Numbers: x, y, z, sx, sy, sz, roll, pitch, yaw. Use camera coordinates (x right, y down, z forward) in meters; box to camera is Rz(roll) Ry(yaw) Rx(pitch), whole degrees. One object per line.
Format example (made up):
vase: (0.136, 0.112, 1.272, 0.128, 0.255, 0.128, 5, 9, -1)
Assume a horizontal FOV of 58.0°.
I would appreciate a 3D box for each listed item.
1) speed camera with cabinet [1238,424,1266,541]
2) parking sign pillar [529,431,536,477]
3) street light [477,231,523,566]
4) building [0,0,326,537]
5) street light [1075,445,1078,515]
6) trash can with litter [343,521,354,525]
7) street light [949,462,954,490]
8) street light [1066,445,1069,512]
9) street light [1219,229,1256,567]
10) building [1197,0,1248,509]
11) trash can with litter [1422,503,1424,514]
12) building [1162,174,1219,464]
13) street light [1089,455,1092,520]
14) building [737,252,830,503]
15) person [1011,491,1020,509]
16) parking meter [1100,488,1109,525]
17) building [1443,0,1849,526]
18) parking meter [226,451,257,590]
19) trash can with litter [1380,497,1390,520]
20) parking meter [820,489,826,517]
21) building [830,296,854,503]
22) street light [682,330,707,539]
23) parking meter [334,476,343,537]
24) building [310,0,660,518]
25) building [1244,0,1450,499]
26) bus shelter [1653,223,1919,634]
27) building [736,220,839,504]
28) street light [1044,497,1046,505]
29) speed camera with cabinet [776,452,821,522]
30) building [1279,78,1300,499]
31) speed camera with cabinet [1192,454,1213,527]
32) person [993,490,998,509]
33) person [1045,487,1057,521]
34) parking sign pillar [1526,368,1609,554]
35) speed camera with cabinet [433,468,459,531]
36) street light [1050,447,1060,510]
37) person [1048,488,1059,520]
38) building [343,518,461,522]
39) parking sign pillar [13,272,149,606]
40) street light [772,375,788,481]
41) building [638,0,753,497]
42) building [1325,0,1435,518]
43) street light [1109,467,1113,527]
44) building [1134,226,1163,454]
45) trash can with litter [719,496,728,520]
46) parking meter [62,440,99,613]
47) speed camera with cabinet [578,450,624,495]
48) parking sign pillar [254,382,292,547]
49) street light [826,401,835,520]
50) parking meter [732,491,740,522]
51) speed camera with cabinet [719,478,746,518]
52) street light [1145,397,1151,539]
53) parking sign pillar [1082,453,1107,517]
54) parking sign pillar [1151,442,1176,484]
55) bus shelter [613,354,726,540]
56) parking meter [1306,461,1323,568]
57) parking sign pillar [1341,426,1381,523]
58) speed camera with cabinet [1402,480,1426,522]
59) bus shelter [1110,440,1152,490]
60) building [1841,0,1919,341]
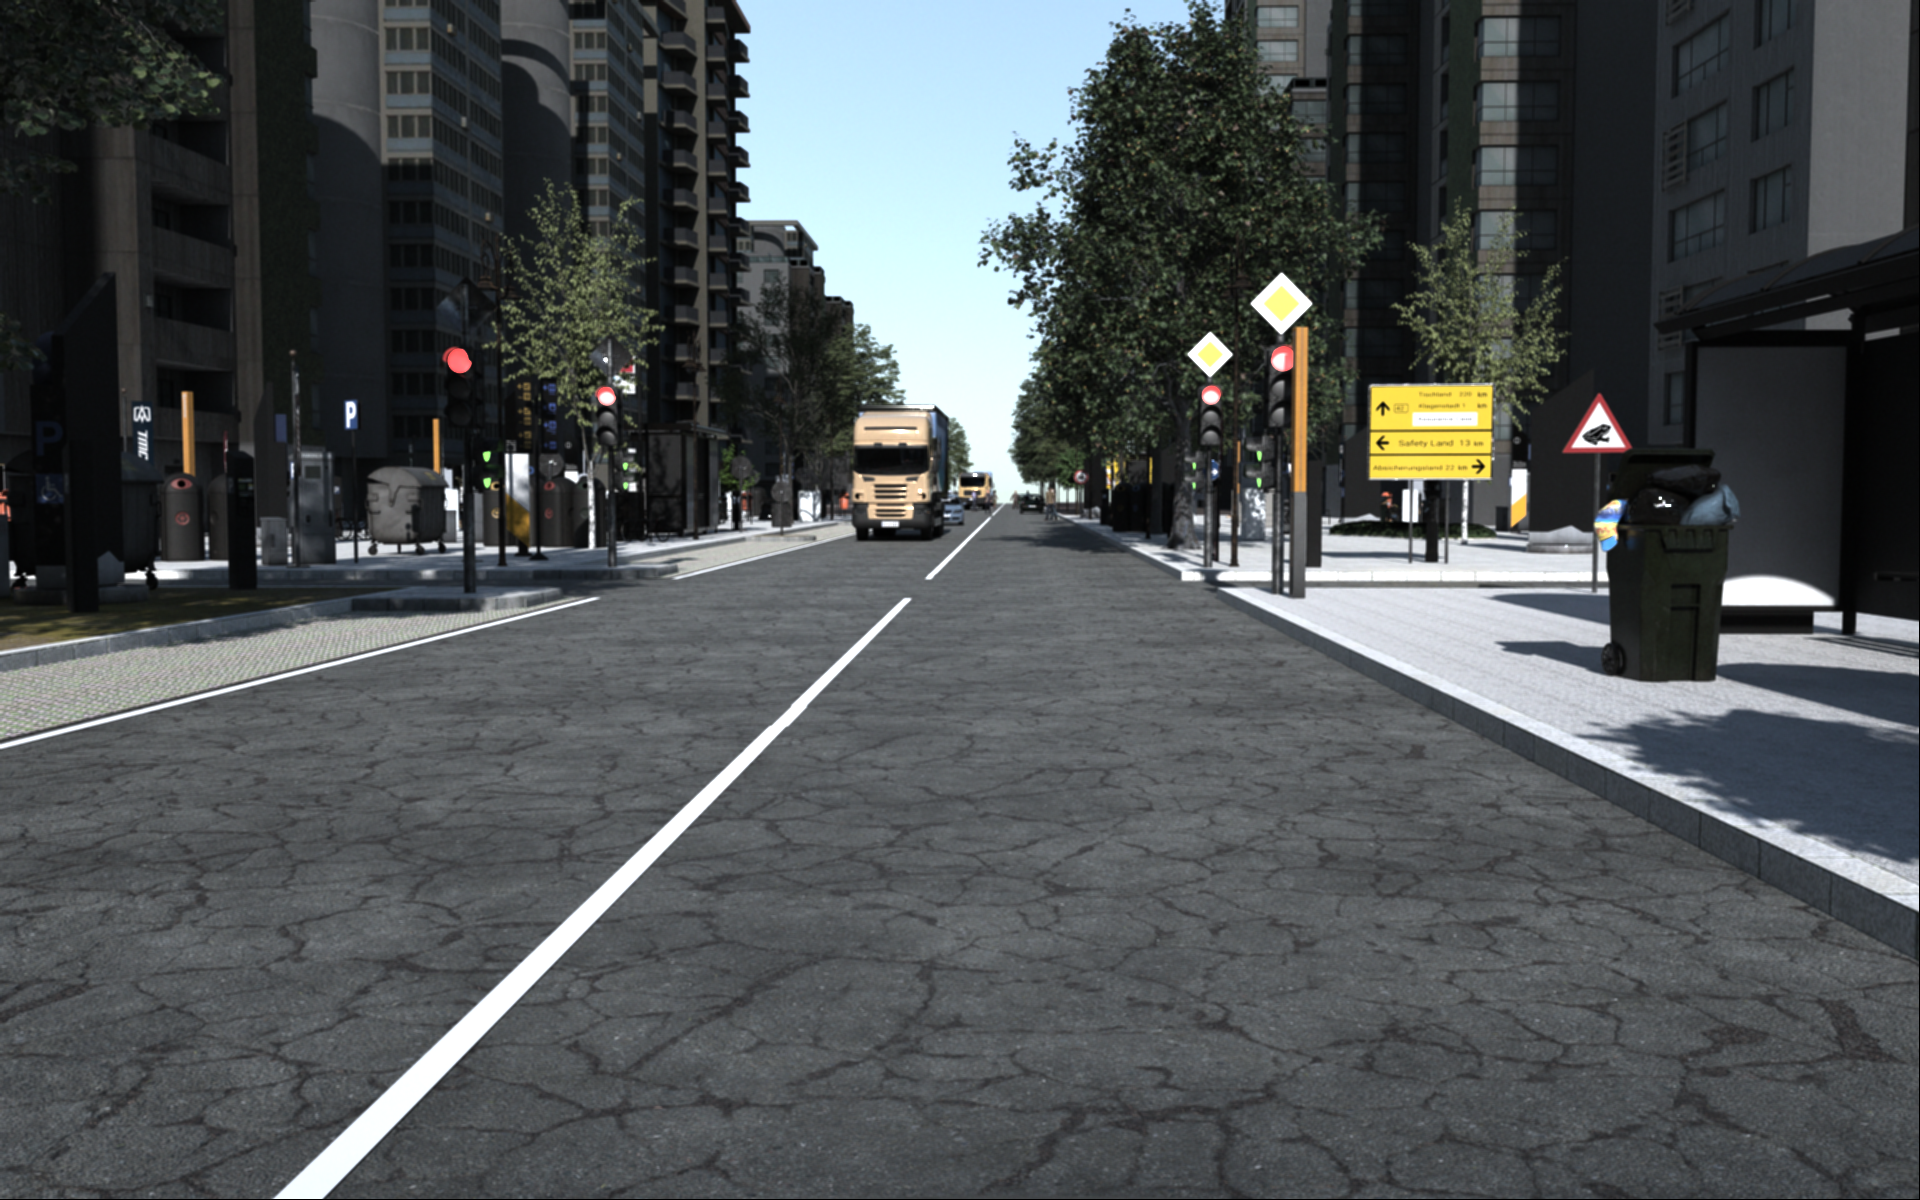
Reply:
speed camera with cabinet: (8.179, -3.311, 48.474, 0.660, 3.252, 2.038, 0, 4, 4)
parking sign pillar: (-13.319, -3.920, 52.559, 1.447, 3.967, 1.447, -2, 4, -35)
street light: (-8.155, -3.541, 30.687, 0.468, 5.910, 1.993, 0, 4, 2)
building: (-28.615, -17.083, 51.004, 14.160, 30.474, 14.107, 0, 4, 2)
street light: (7.054, -8.075, 104.817, 0.468, 5.910, 1.993, 0, 4, 2)
trash can with litter: (-26.314, -3.806, 73.284, 1.678, 1.210, 2.233, -2, 4, -28)
street light: (-1.379, -16.687, 245.622, 0.468, 5.910, 1.993, 0, 4, 2)
street light: (7.763, -9.309, 124.982, 0.468, 5.910, 1.993, 0, 4, 2)
street light: (4.856, -3.529, 30.493, 0.468, 5.910, 1.993, 0, 4, 2)
building: (32.752, -43.801, 154.402, 20.563, 71.187, 20.611, 0, 4, 2)
trash can with litter: (18.712, -3.697, 71.830, 1.055, 1.170, 0.624, 2, 4, 26)
building: (36.309, -34.630, 220.828, 22.147, 44.769, 28.867, 0, 4, 2)
street light: (6.526, -6.954, 86.489, 0.468, 5.910, 1.993, 0, 4, 2)
building: (-24.111, -26.886, 211.295, 14.160, 30.474, 14.107, 0, 4, 2)
person: (5.232, -9.430, 163.235, 0.990, 1.755, 0.434, 1, 4, 18)
parking meter: (6.038, -3.904, 72.249, 0.372, 1.533, 0.369, 0, 3, 0)
building: (27.834, -23.938, 74.976, 14.154, 41.232, 14.086, 0, 4, 2)
parking meter: (-9.665, -1.076, 23.297, 0.255, 1.863, 0.399, -3, 5, -44)
trash can with litter: (17.485, -3.750, 72.704, 1.055, 1.170, 0.624, -2, 4, -25)
parking meter: (-7.647, -5.567, 96.730, 0.255, 1.863, 0.399, -2, 4, -31)
building: (-22.834, -29.211, 249.303, 14.160, 30.474, 14.107, 0, 4, 2)
street light: (-7.499, -4.662, 49.011, 0.468, 5.910, 1.993, 0, 4, 2)
parking meter: (-18.456, -2.782, 51.202, 0.399, 1.863, 0.255, -2, 4, -32)
building: (-34.896, -26.070, 118.118, 32.217, 40.220, 23.993, 0, 4, 2)
building: (29.458, -27.754, 137.380, 14.154, 41.232, 14.086, 0, 4, 2)
bus shelter: (7.343, -1.187, 13.330, 2.014, 3.302, 5.546, 0, 4, 2)
building: (-32.374, -32.930, 230.279, 32.217, 40.220, 23.993, 0, 4, 2)
street light: (10.331, -14.402, 208.264, 0.468, 5.910, 1.993, 0, 4, 2)
speed camera with cabinet: (-7.570, -5.304, 81.054, 2.038, 3.252, 0.660, -1, 4, -17)
building: (29.490, -21.525, 123.630, 14.160, 30.474, 14.107, 0, 4, 2)
speed camera with cabinet: (9.004, -4.462, 67.293, 0.660, 3.252, 2.038, -2, 4, -28)
person: (3.416, -9.790, 168.571, 0.705, 1.824, 1.348, -1, 4, -19)
person: (4.931, -5.222, 93.785, 0.836, 1.842, 0.656, 2, 4, 31)
parking sign pillar: (13.136, -3.013, 37.734, 1.447, 3.967, 1.447, 3, 4, 36)
speed camera with cabinet: (-17.887, -4.035, 60.310, 0.660, 3.252, 2.038, -2, 4, -24)
street light: (8.898, -11.584, 162.183, 0.468, 5.910, 1.993, 0, 4, 2)
person: (5.155, -5.275, 95.340, 0.643, 1.750, 0.593, 0, 4, -2)
building: (-36.810, -24.148, 86.698, 32.217, 40.220, 23.993, 0, 4, 2)
parking sign pillar: (-10.452, -1.959, 20.503, 1.447, 3.967, 1.447, 0, 4, 0)
street light: (-6.974, -5.783, 67.339, 0.468, 5.910, 1.993, 0, 4, 2)
building: (-29.567, -29.972, 144.667, 22.147, 44.769, 28.867, 0, 4, 2)
building: (27.429, -19.919, 97.383, 14.160, 30.474, 14.107, 0, 4, 2)
street light: (5.955, -5.812, 67.821, 0.468, 5.910, 1.993, 0, 4, 2)
building: (35.752, -43.242, 249.005, 21.231, 58.520, 28.212, 0, 4, 2)
trash can with litter: (-11.906, -4.553, 85.830, 0.624, 1.170, 1.055, -2, 4, -26)
parking meter: (-9.597, -0.806, 18.897, 0.255, 1.863, 0.399, -3, 5, -39)
speed camera with cabinet: (-16.244, -5.130, 78.216, 2.038, 3.252, 0.660, 1, 4, 13)
parking sign pillar: (-16.867, -3.296, 42.365, 1.447, 3.967, 1.447, -3, 4, -36)
street light: (-6.366, -6.916, 85.857, 0.468, 5.910, 1.993, 0, 4, 2)
parking meter: (-10.173, -4.309, 78.869, 0.372, 1.533, 0.369, 0, 3, 0)
speed camera with cabinet: (-12.478, -5.983, 92.163, 2.038, 3.252, 0.660, -1, 4, -19)
street light: (5.392, -4.692, 49.494, 0.468, 5.910, 1.993, 0, 4, 2)
parking sign pillar: (7.452, -6.545, 95.486, 1.447, 3.967, 1.447, 3, 5, 41)
parking sign pillar: (10.149, -5.944, 85.661, 1.447, 3.967, 1.447, -1, 4, -12)
bus shelter: (-8.901, -4.578, 52.476, 2.179, 5.291, 8.768, 0, 4, 2)
parking meter: (6.216, -1.509, 30.386, 0.255, 1.863, 0.399, 1, 4, 13)
parking sign pillar: (14.024, -4.409, 60.562, 1.447, 3.967, 1.447, 0, 4, -6)
speed camera with cabinet: (16.706, -4.238, 63.631, 0.660, 3.252, 2.038, 1, 4, 23)
bus shelter: (9.523, -7.085, 93.472, 2.179, 5.291, 8.768, 0, 4, 2)
building: (28.782, -22.265, 47.624, 14.086, 41.232, 14.154, 0, 4, 2)
